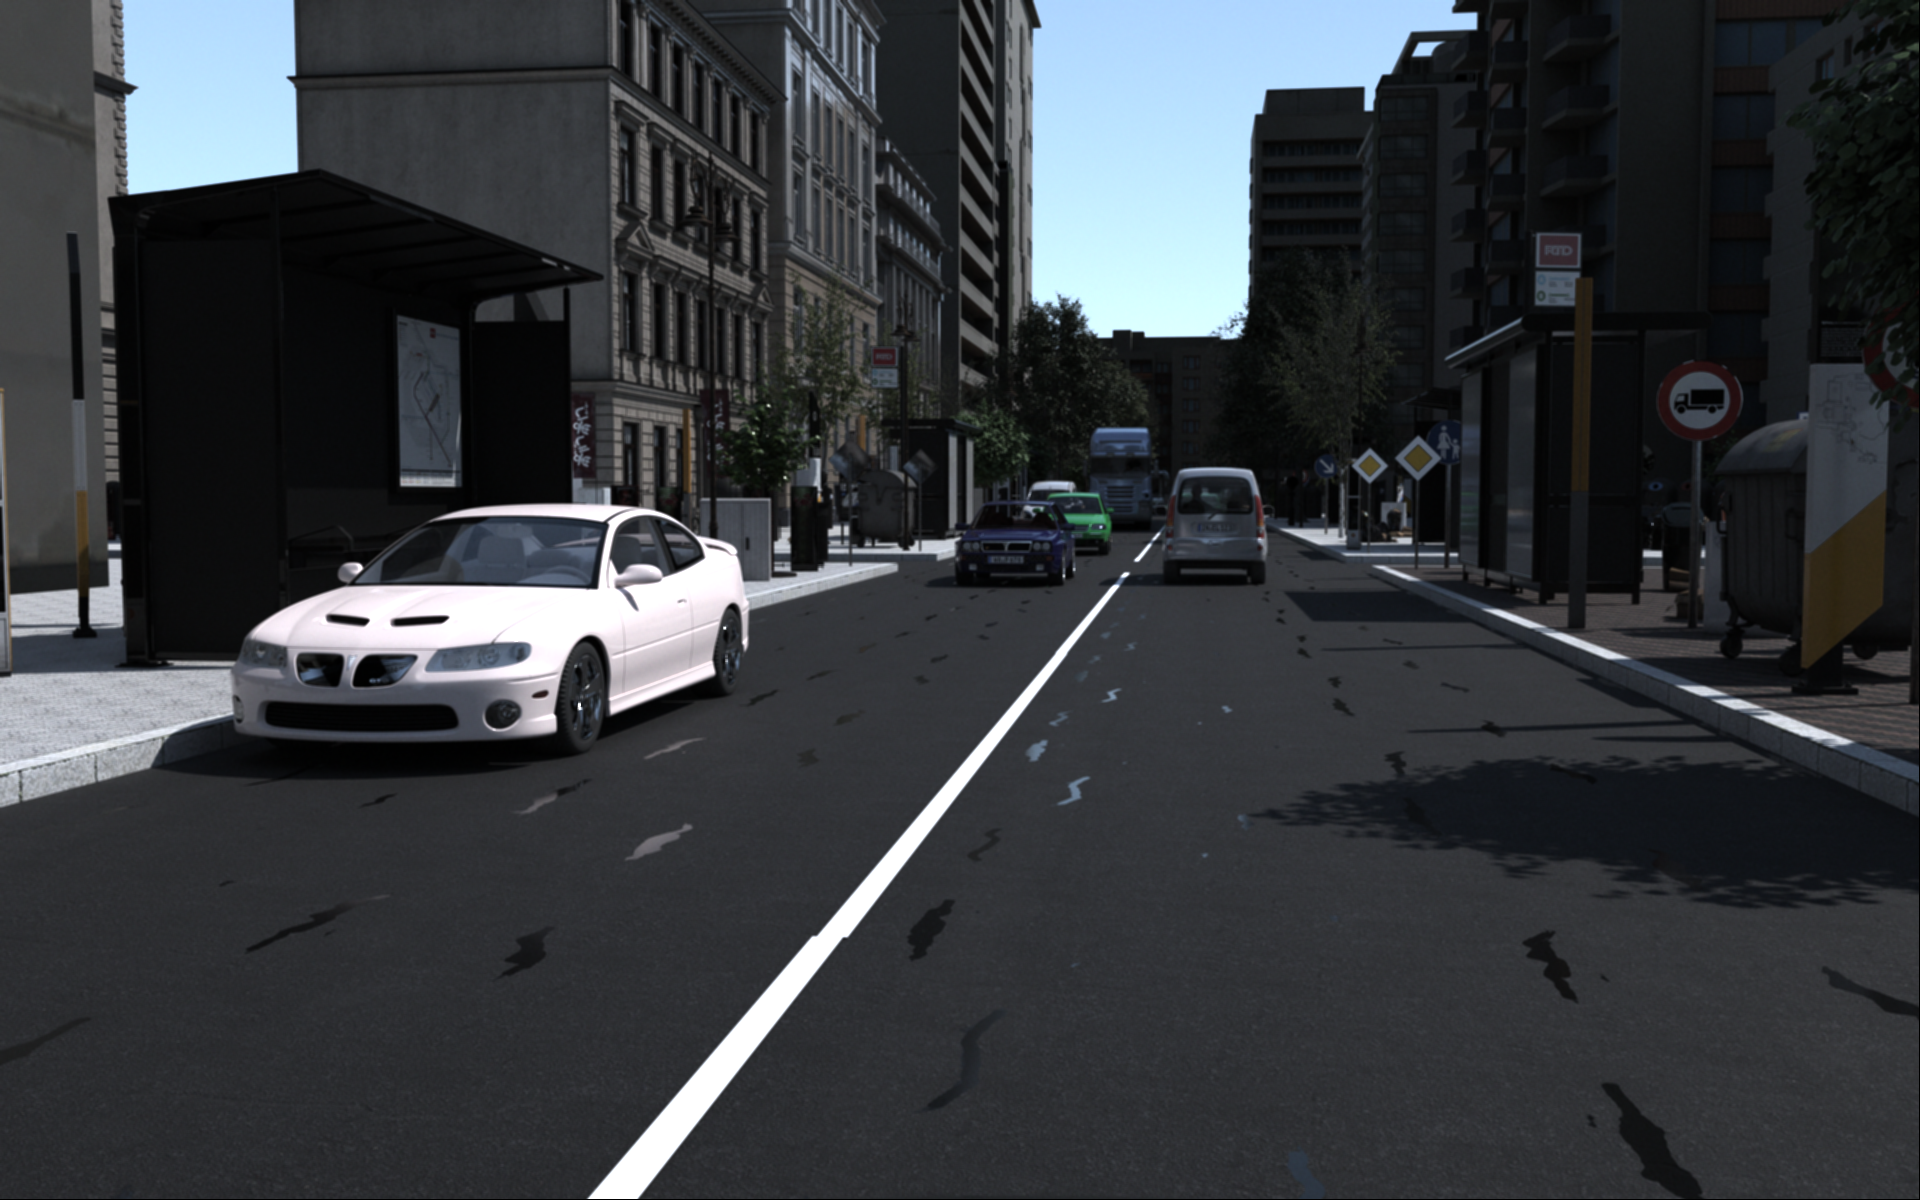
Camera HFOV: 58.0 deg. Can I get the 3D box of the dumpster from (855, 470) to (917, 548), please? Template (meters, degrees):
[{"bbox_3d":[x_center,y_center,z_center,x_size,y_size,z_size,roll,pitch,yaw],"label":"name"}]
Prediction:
[{"bbox_3d":[-1.791,-2.207,41.835,1.264,1.857,1.865,0,4,8],"label":"dumpster"}]

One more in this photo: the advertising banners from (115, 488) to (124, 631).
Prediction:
[{"bbox_3d":[-7.299,-1.240,16.459,0.090,3.025,2.074,1,4,10],"label":"advertising banners"}]

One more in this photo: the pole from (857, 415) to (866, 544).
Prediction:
[{"bbox_3d":[-2.549,-3.116,44.792,0.158,3.312,0.155,0,3,0],"label":"pole"}]

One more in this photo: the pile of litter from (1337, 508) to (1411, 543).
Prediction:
[{"bbox_3d":[10.917,-1.973,46.225,1.176,0.858,1.719,-2,4,-26],"label":"pile of litter"}]

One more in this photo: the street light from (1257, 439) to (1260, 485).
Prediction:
[{"bbox_3d":[19.014,-8.430,110.617,0.468,5.910,1.993,0,4,8],"label":"street light"}]

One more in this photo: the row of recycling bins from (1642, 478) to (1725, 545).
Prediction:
[{"bbox_3d":[18.142,-2.249,43.876,3.534,1.692,1.069,3,5,45],"label":"row of recycling bins"}]

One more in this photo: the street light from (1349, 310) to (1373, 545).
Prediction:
[{"bbox_3d":[10.110,-4.342,43.783,0.468,5.910,1.993,0,4,8],"label":"street light"}]

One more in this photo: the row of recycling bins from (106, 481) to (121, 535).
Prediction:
[{"bbox_3d":[-26.834,-2.956,55.442,1.069,1.692,3.534,0,4,4],"label":"row of recycling bins"}]

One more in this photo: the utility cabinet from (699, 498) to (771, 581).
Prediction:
[{"bbox_3d":[-3.314,-0.882,25.578,1.020,1.237,0.306,0,4,0],"label":"utility cabinet"}]

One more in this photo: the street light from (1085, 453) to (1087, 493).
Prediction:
[{"bbox_3d":[7.703,-8.143,105.930,0.468,5.910,1.993,0,4,8],"label":"street light"}]

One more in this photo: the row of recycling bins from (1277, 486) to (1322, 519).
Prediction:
[{"bbox_3d":[18.092,-5.220,92.455,1.069,1.692,3.534,-1,4,-22],"label":"row of recycling bins"}]

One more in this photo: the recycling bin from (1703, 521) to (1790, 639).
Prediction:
[{"bbox_3d":[7.260,-0.199,15.804,0.722,1.027,0.722,3,4,38],"label":"recycling bin"}]

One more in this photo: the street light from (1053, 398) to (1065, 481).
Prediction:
[{"bbox_3d":[4.811,-6.794,83.872,0.468,5.910,1.993,0,4,8],"label":"street light"}]

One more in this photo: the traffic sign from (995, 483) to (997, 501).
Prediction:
[{"bbox_3d":[1.409,-4.146,67.787,0.884,2.594,0.081,1,4,15],"label":"traffic sign"}]

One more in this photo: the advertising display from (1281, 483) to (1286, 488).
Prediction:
[{"bbox_3d":[19.821,-6.071,104.467,0.974,1.923,0.123,3,5,41],"label":"advertising display"}]

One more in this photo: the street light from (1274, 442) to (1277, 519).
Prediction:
[{"bbox_3d":[16.139,-7.068,88.355,0.468,5.910,1.993,0,4,8],"label":"street light"}]

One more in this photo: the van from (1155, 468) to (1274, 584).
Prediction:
[{"bbox_3d":[4.278,-1.352,29.121,2.013,2.044,4.112,0,4,8],"label":"van"}]

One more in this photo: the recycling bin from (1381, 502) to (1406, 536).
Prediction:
[{"bbox_3d":[13.377,-2.500,53.427,0.722,1.027,0.722,1,4,18],"label":"recycling bin"}]

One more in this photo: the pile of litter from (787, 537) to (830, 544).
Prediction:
[{"bbox_3d":[-3.908,-1.892,44.902,1.176,0.858,1.719,0,4,5],"label":"pile of litter"}]

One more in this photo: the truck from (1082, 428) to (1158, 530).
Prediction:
[{"bbox_3d":[7.155,-5.282,76.123,2.967,4.110,18.799,0,4,6],"label":"truck"}]

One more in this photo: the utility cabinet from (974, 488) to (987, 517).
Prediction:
[{"bbox_3d":[0.422,-3.465,65.324,1.173,1.500,0.318,1,4,16],"label":"utility cabinet"}]

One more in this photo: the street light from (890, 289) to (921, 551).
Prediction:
[{"bbox_3d":[-1.223,-4.066,39.268,0.468,5.910,1.993,0,4,8],"label":"street light"}]

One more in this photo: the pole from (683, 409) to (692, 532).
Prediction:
[{"bbox_3d":[-6.559,-2.923,41.628,0.158,3.312,0.155,0,3,0],"label":"pole"}]

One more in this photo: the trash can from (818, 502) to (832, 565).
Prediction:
[{"bbox_3d":[-2.695,-1.209,31.415,0.748,1.137,0.748,0,3,0],"label":"trash can"}]

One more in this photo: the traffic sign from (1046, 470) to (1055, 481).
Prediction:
[{"bbox_3d":[4.327,-5.265,86.180,0.768,2.556,0.104,1,4,15],"label":"traffic sign"}]

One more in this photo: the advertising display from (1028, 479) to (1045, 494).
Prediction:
[{"bbox_3d":[3.201,-4.278,75.159,0.974,1.923,0.123,-1,4,-13],"label":"advertising display"}]

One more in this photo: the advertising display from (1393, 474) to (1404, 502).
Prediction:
[{"bbox_3d":[14.007,-3.065,55.323,0.123,1.923,0.974,2,4,27],"label":"advertising display"}]

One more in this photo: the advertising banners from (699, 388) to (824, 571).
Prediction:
[{"bbox_3d":[-3.306,-1.991,28.734,2.074,3.025,0.090,0,4,4],"label":"advertising banners"}]

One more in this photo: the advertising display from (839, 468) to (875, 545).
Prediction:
[{"bbox_3d":[-2.597,-2.365,43.877,0.974,1.923,0.123,1,4,22],"label":"advertising display"}]

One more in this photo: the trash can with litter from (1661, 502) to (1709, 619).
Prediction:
[{"bbox_3d":[7.793,-0.386,17.691,1.055,1.170,0.624,2,4,32],"label":"trash can with litter"}]

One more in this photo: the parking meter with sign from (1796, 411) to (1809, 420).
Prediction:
[{"bbox_3d":[18.543,-2.465,36.561,1.738,3.016,0.543,-1,4,-14],"label":"parking meter with sign"}]

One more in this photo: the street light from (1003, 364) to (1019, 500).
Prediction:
[{"bbox_3d":[1.822,-5.446,61.826,0.468,5.910,1.993,0,4,8],"label":"street light"}]

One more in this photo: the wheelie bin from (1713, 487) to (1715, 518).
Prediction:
[{"bbox_3d":[21.859,-2.557,49.717,0.693,1.594,0.980,3,5,40],"label":"wheelie bin"}]

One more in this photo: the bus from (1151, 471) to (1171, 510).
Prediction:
[{"bbox_3d":[14.677,-8.470,133.337,2.948,3.499,13.247,1,4,9],"label":"bus"}]

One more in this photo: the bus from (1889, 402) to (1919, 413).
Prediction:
[{"bbox_3d":[23.206,-2.442,31.476,12.252,3.916,2.896,0,4,6],"label":"bus"}]

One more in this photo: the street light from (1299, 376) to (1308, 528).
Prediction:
[{"bbox_3d":[13.098,-5.720,66.316,0.468,5.910,1.993,0,4,8],"label":"street light"}]

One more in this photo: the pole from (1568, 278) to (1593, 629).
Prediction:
[{"bbox_3d":[5.902,-1.384,16.477,0.158,3.312,0.155,0,3,0],"label":"pole"}]

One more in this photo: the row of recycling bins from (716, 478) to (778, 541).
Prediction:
[{"bbox_3d":[-5.648,-2.370,45.864,1.069,1.692,3.534,1,4,14],"label":"row of recycling bins"}]

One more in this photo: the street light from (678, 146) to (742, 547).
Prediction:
[{"bbox_3d":[-3.359,-3.100,23.470,0.468,5.910,1.993,0,4,8],"label":"street light"}]

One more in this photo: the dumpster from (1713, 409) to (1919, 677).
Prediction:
[{"bbox_3d":[6.443,-0.426,12.727,1.264,1.857,1.865,0,4,7],"label":"dumpster"}]

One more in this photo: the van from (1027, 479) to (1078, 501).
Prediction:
[{"bbox_3d":[2.840,-2.858,53.735,2.013,2.044,4.112,0,4,8],"label":"van"}]

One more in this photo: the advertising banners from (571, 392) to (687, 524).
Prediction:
[{"bbox_3d":[-5.771,-2.066,29.963,2.074,3.025,0.090,-1,4,-19],"label":"advertising banners"}]
